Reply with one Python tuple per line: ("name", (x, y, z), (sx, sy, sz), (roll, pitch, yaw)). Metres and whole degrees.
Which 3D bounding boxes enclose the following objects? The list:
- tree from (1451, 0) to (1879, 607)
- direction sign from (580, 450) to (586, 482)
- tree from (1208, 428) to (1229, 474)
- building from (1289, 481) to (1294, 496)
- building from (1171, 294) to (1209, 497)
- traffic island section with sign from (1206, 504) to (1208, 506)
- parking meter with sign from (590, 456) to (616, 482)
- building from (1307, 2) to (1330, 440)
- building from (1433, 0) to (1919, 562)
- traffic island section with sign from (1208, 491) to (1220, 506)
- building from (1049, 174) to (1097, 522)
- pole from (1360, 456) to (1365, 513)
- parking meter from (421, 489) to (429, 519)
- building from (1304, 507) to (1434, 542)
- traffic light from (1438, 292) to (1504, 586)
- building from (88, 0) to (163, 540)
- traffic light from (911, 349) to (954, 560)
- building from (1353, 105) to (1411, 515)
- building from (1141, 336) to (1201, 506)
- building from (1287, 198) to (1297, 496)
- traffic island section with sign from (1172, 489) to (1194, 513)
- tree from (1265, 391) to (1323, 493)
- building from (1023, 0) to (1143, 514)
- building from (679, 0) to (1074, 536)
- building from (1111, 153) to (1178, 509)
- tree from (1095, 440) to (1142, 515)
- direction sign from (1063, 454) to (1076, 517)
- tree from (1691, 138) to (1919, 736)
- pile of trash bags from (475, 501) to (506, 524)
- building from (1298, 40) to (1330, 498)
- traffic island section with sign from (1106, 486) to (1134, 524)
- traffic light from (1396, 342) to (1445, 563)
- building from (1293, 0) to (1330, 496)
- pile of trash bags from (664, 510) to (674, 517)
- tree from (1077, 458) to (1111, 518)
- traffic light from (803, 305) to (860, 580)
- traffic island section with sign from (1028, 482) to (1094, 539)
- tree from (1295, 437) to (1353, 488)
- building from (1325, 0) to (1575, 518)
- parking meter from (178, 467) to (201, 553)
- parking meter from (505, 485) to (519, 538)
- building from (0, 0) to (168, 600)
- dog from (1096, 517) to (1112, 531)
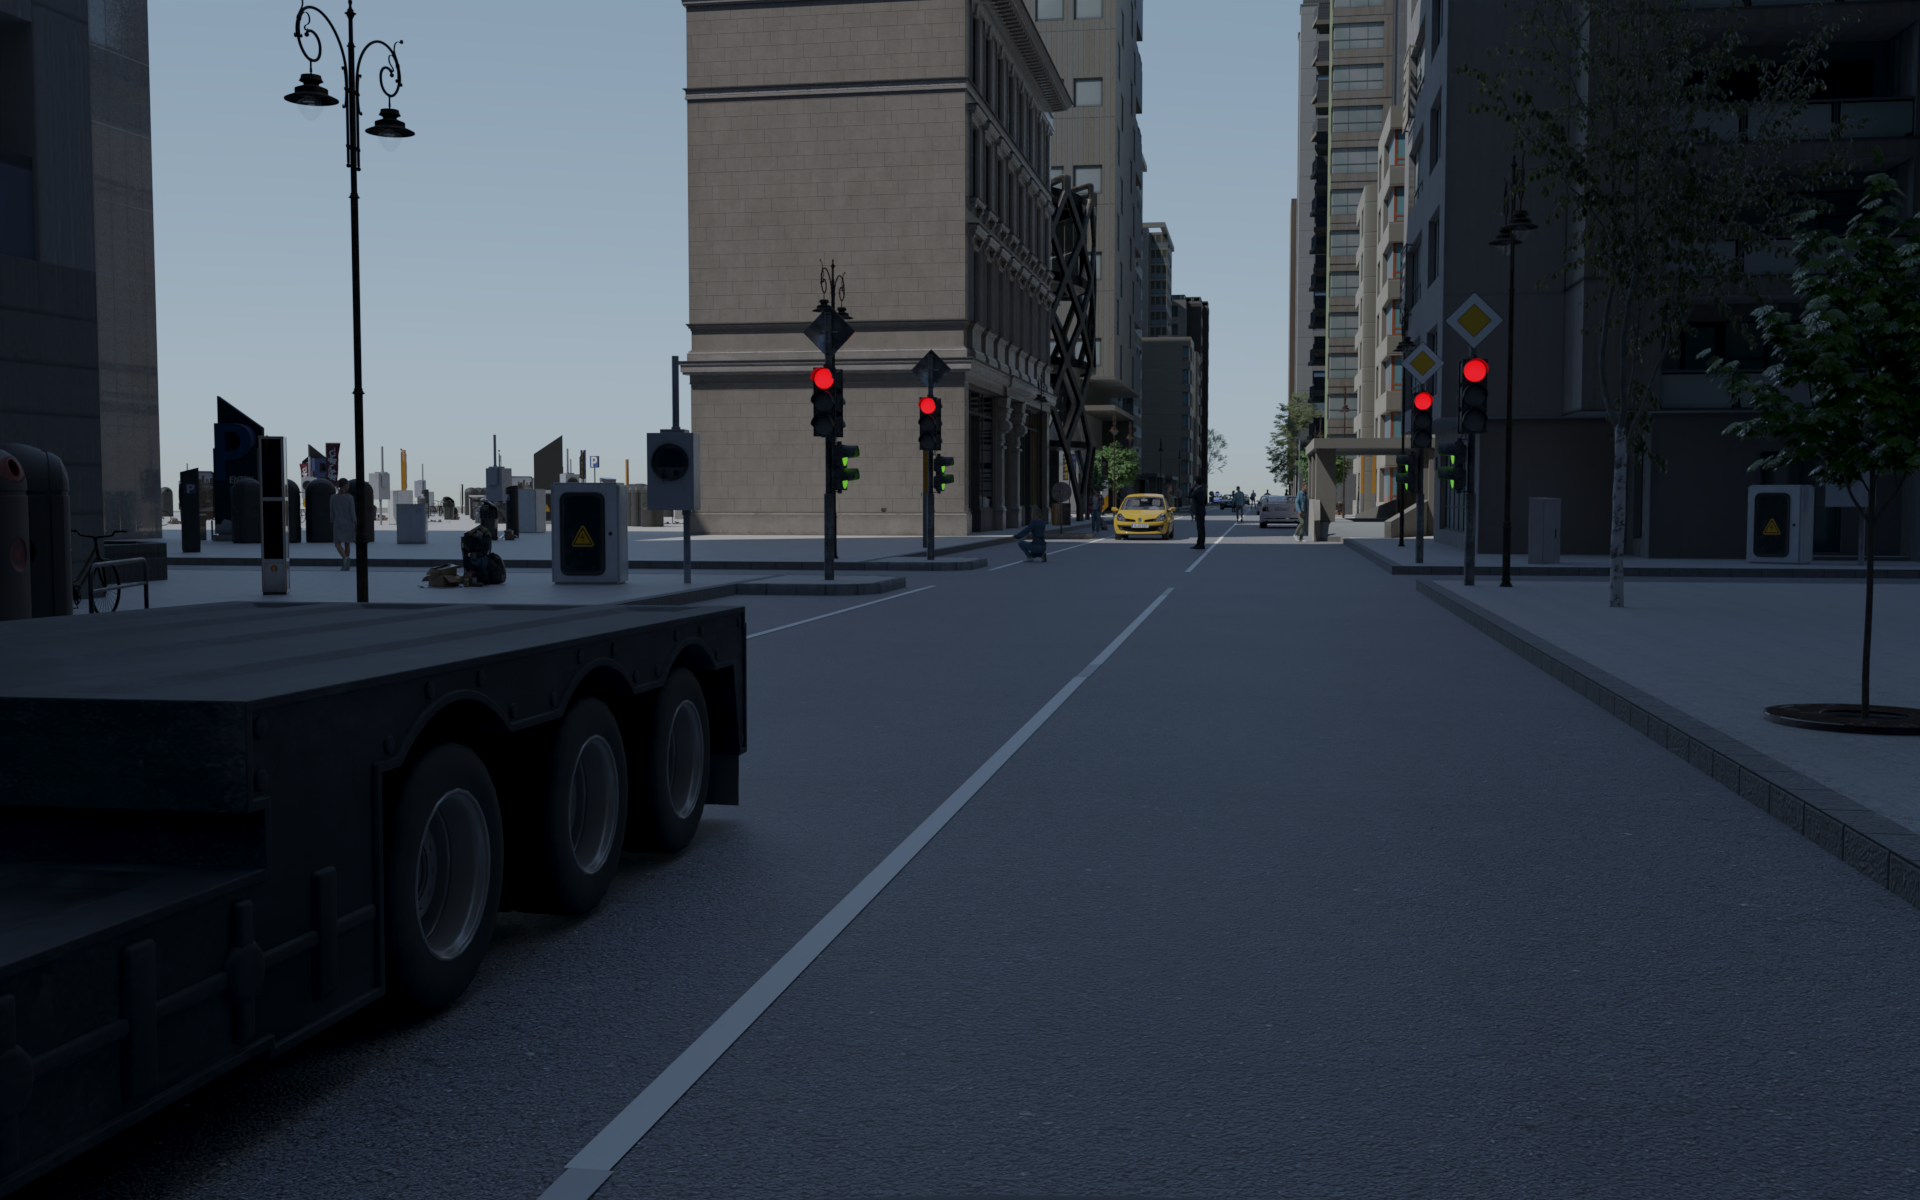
("tree", (7.710, -4.224, 19.425), (4.360, 8.622, 3.978), (0, 3, 0))
("direction sign", (-19.394, -5.942, 89.153), (0.379, 3.537, 0.876), (0, 4, 2))
("tree", (37.015, -20.654, 263.447), (9.928, 11.665, 9.643), (0, 3, 0))
("building", (60.969, -33.097, 233.011), (32.217, 40.220, 23.993), (1, 4, 10))
("building", (28.685, -29.295, 250.665), (14.160, 30.474, 14.107), (1, 4, 10))
("traffic island section with sign", (21.371, -9.162, 158.433), (1.989, 1.847, 2.006), (1, 4, 10))
("parking meter with sign", (-16.148, -5.097, 79.591), (0.543, 3.016, 1.738), (3, 4, 36))
("building", (38.309, -29.269, 133.174), (22.147, 44.769, 28.867), (1, 4, 10))
("building", (17.532, -21.673, 37.941), (14.086, 41.232, 14.154), (1, 4, 10))
("traffic island section with sign", (31.100, -12.540, 213.653), (1.989, 1.847, 2.006), (1, 4, 10))
("building", (-2.024, -13.186, 83.037), (16.820, 18.784, 16.811), (1, 4, 10))
("pole", (21.489, -6.033, 92.482), (0.158, 3.312, 0.155), (0, 3, 0))
("parking meter", (-27.910, -5.016, 90.418), (0.372, 1.533, 0.369), (0, 3, 0))
("building", (27.747, -22.213, 55.067), (32.217, 40.220, 23.993), (1, 4, 10))
("traffic light", (7.135, -2.159, 24.223), (0.839, 4.253, 0.868), (1, 4, 10))
("building", (-34.049, -13.914, 45.508), (19.932, 24.808, 12.078), (1, 4, 10))
("traffic light", (-0.554, -2.737, 33.665), (0.839, 4.253, 0.868), (1, 4, 10))
("building", (35.251, -14.935, 89.230), (27.650, 21.520, 28.899), (1, 4, 10))
("building", (14.208, -22.141, 207.037), (27.650, 21.520, 28.899), (1, 4, 10))
("building", (55.197, -36.913, 253.641), (14.600, 45.320, 14.200), (1, 4, 10))
("traffic island section with sign", (16.693, -7.539, 131.885), (1.989, 1.847, 2.006), (1, 4, 10))
("tree", (37.681, -16.697, 191.126), (7.486, 12.596, 7.792), (0, 3, 0))
("building", (-1.222, -32.668, 123.355), (28.713, 52.752, 27.495), (1, 4, 10))
("building", (-3.917, -12.438, 54.275), (10.553, 20.767, 40.483), (1, 4, 10))
("building", (5.480, -29.448, 173.358), (32.217, 40.220, 23.993), (1, 4, 10))
("tree", (9.421, -7.435, 105.276), (4.285, 4.588, 4.351), (0, 3, 0))
("direction sign", (6.173, -6.461, 97.638), (0.876, 3.537, 0.379), (2, 4, 35))
("tree", (4.931, -0.918, 9.607), (1.663, 3.219, 1.824), (0, 3, 0))
("pile of trash bags", (-19.441, -4.056, 76.072), (3.447, 1.369, 1.912), (-3, 5, -43))
("building", (43.613, -51.912, 161.425), (22.319, 86.520, 31.000), (1, 4, 10))
("traffic island section with sign", (8.012, -4.523, 82.571), (1.989, 1.847, 2.006), (1, 4, 10))
("traffic light", (8.521, -2.640, 32.088), (0.839, 4.253, 0.868), (1, 4, 10))
("building", (51.011, -40.719, 207.746), (21.231, 58.520, 28.212), (1, 4, 10))
("pile of trash bags", (-14.865, -5.308, 96.533), (3.447, 1.369, 1.912), (2, 4, 27))
("tree", (7.260, -5.995, 92.613), (1.663, 3.219, 1.824), (0, 3, 0))
("traffic light", (-1.939, -2.256, 25.800), (0.839, 4.253, 0.868), (1, 4, 10))
("traffic island section with sign", (3.283, -2.881, 55.729), (1.989, 1.847, 2.006), (1, 4, 10))
("tree", (20.887, -7.076, 99.404), (4.285, 4.588, 4.351), (0, 3, 0))
("building", (31.051, -26.251, 112.791), (14.154, 41.232, 14.086), (1, 4, 10))
("parking meter", (-16.905, -1.974, 37.992), (0.399, 1.863, 0.255), (-2, 4, -32))
("parking meter", (-13.043, -2.570, 50.434), (0.372, 1.533, 0.369), (0, 3, 0))
("building", (-25.176, -29.097, 17.731), (28.212, 58.520, 21.231), (1, 4, 10))
("dog", (5.640, -3.144, 68.238), (0.800, 0.831, 0.513), (2, 4, 33))
